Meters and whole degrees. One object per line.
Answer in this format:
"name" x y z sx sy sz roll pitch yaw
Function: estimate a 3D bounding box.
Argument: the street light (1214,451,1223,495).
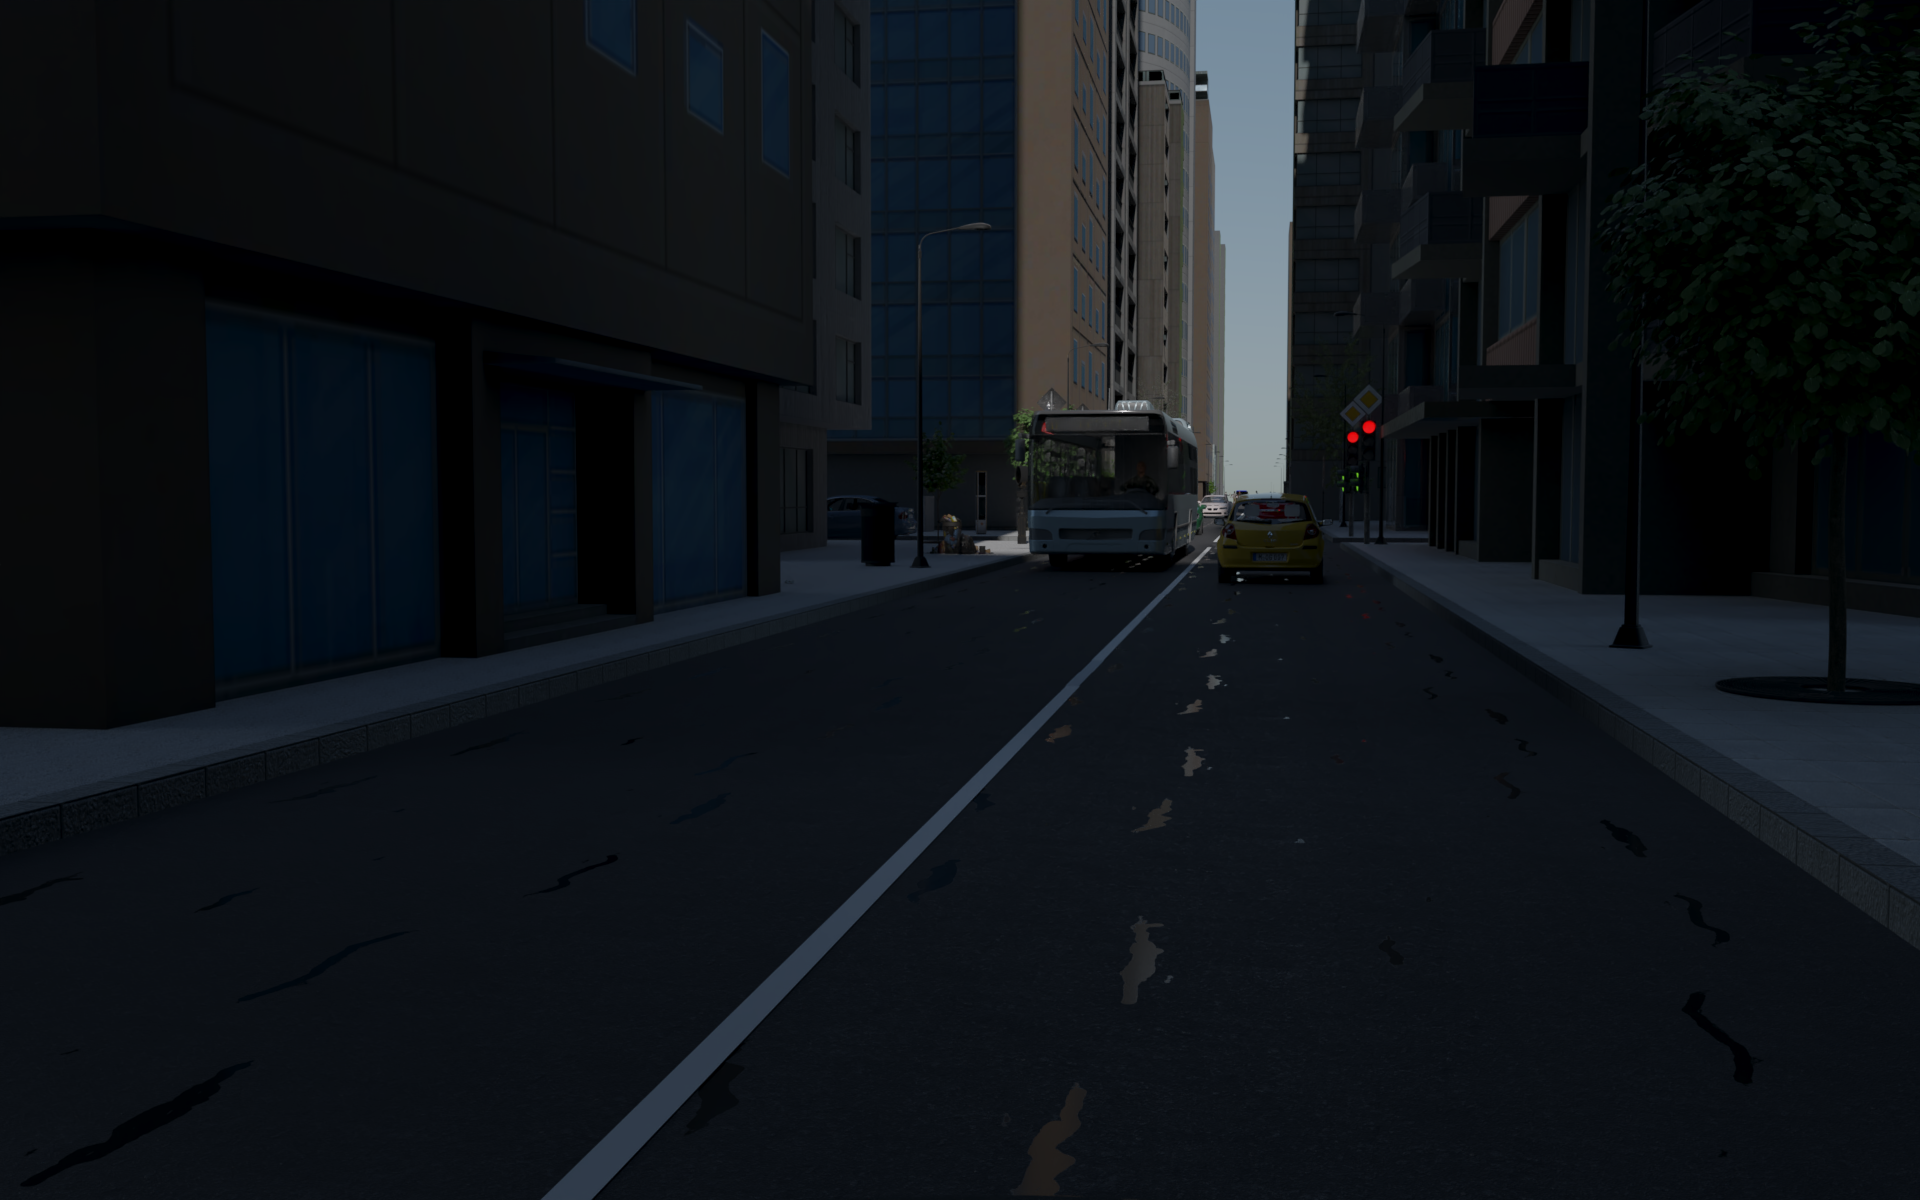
"street light" 27.589 -13.213 188.576 1.470 5.913 1.316 1 4 10

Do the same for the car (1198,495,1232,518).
"car" 15.372 -5.631 104.420 2.083 1.381 4.827 1 4 12

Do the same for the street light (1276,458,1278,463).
"street light" 37.806 -14.013 201.655 1.470 5.913 1.316 1 4 10

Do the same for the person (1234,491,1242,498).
"person" 34.905 -12.707 216.276 1.348 1.821 0.705 1 4 21

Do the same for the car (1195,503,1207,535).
"car" 7.767 -3.067 61.943 2.131 1.459 4.920 1 4 9

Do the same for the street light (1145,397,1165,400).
"street light" 9.056 -6.737 82.692 1.470 5.913 1.316 1 4 10

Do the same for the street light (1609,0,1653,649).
"street light" 5.079 -2.561 14.406 1.470 5.913 1.316 1 4 10

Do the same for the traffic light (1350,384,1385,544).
"traffic light" 10.418 -3.389 44.323 0.839 4.253 0.868 1 4 10

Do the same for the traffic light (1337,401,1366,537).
"traffic light" 11.792 -3.870 52.189 0.839 4.253 0.868 1 4 10

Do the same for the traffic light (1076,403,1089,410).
"traffic light" 3.799 -3.954 53.564 0.839 4.253 0.868 1 4 10

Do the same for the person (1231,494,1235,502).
"person" 36.559 -13.443 231.489 0.799 1.438 0.628 -1 4 -19

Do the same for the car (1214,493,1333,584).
"car" 5.272 -1.163 29.234 2.015 1.641 3.980 1 4 11

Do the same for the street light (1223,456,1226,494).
"street light" 31.371 -14.570 210.767 1.470 5.913 1.316 1 4 10

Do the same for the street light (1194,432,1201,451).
"street light" 17.243 -9.582 129.204 1.470 5.913 1.316 1 4 10

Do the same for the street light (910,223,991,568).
"street light" -0.160 -3.509 29.920 1.470 5.913 1.316 1 4 10

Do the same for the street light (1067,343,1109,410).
"street light" 3.870 -4.948 53.442 1.470 5.913 1.316 1 4 10

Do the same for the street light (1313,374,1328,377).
"street light" 14.351 -5.784 67.116 1.470 5.913 1.316 1 4 10

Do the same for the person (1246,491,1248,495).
"person" 42.056 -14.975 253.276 0.705 1.831 1.348 3 4 38

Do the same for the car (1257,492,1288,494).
"car" 11.365 -3.305 63.080 2.155 1.783 4.494 1 4 8

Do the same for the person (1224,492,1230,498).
"person" 31.152 -11.781 201.917 0.742 1.727 0.445 0 4 -4

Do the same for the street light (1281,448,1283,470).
"street light" 27.603 -10.457 143.518 1.470 5.913 1.316 1 4 10

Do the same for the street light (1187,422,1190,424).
"street light" 14.114 -8.515 111.763 1.470 5.913 1.316 1 4 10

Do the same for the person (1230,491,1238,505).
"person" 35.515 -13.177 223.952 1.348 1.824 0.705 2 4 33

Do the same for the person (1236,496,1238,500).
"person" 36.798 -13.356 230.062 0.799 1.438 0.628 2 4 29

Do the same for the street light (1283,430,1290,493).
"street light" 24.417 -9.377 125.859 1.470 5.913 1.316 1 4 10

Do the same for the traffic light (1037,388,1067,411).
"traffic light" 2.425 -3.473 45.698 0.839 4.253 0.868 1 4 10

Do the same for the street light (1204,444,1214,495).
"street light" 22.395 -11.430 159.423 1.470 5.913 1.316 1 4 10

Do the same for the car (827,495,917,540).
"car" -3.510 -2.355 50.509 4.499 1.417 2.014 1 4 11

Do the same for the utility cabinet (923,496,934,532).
"utility cabinet" -1.169 -2.929 59.049 0.306 1.237 1.020 1 4 17

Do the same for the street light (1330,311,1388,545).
"street light" 10.206 -4.377 44.105 1.470 5.913 1.316 1 4 10

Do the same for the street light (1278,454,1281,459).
"street light" 32.683 -12.236 172.595 1.470 5.913 1.316 1 4 10
